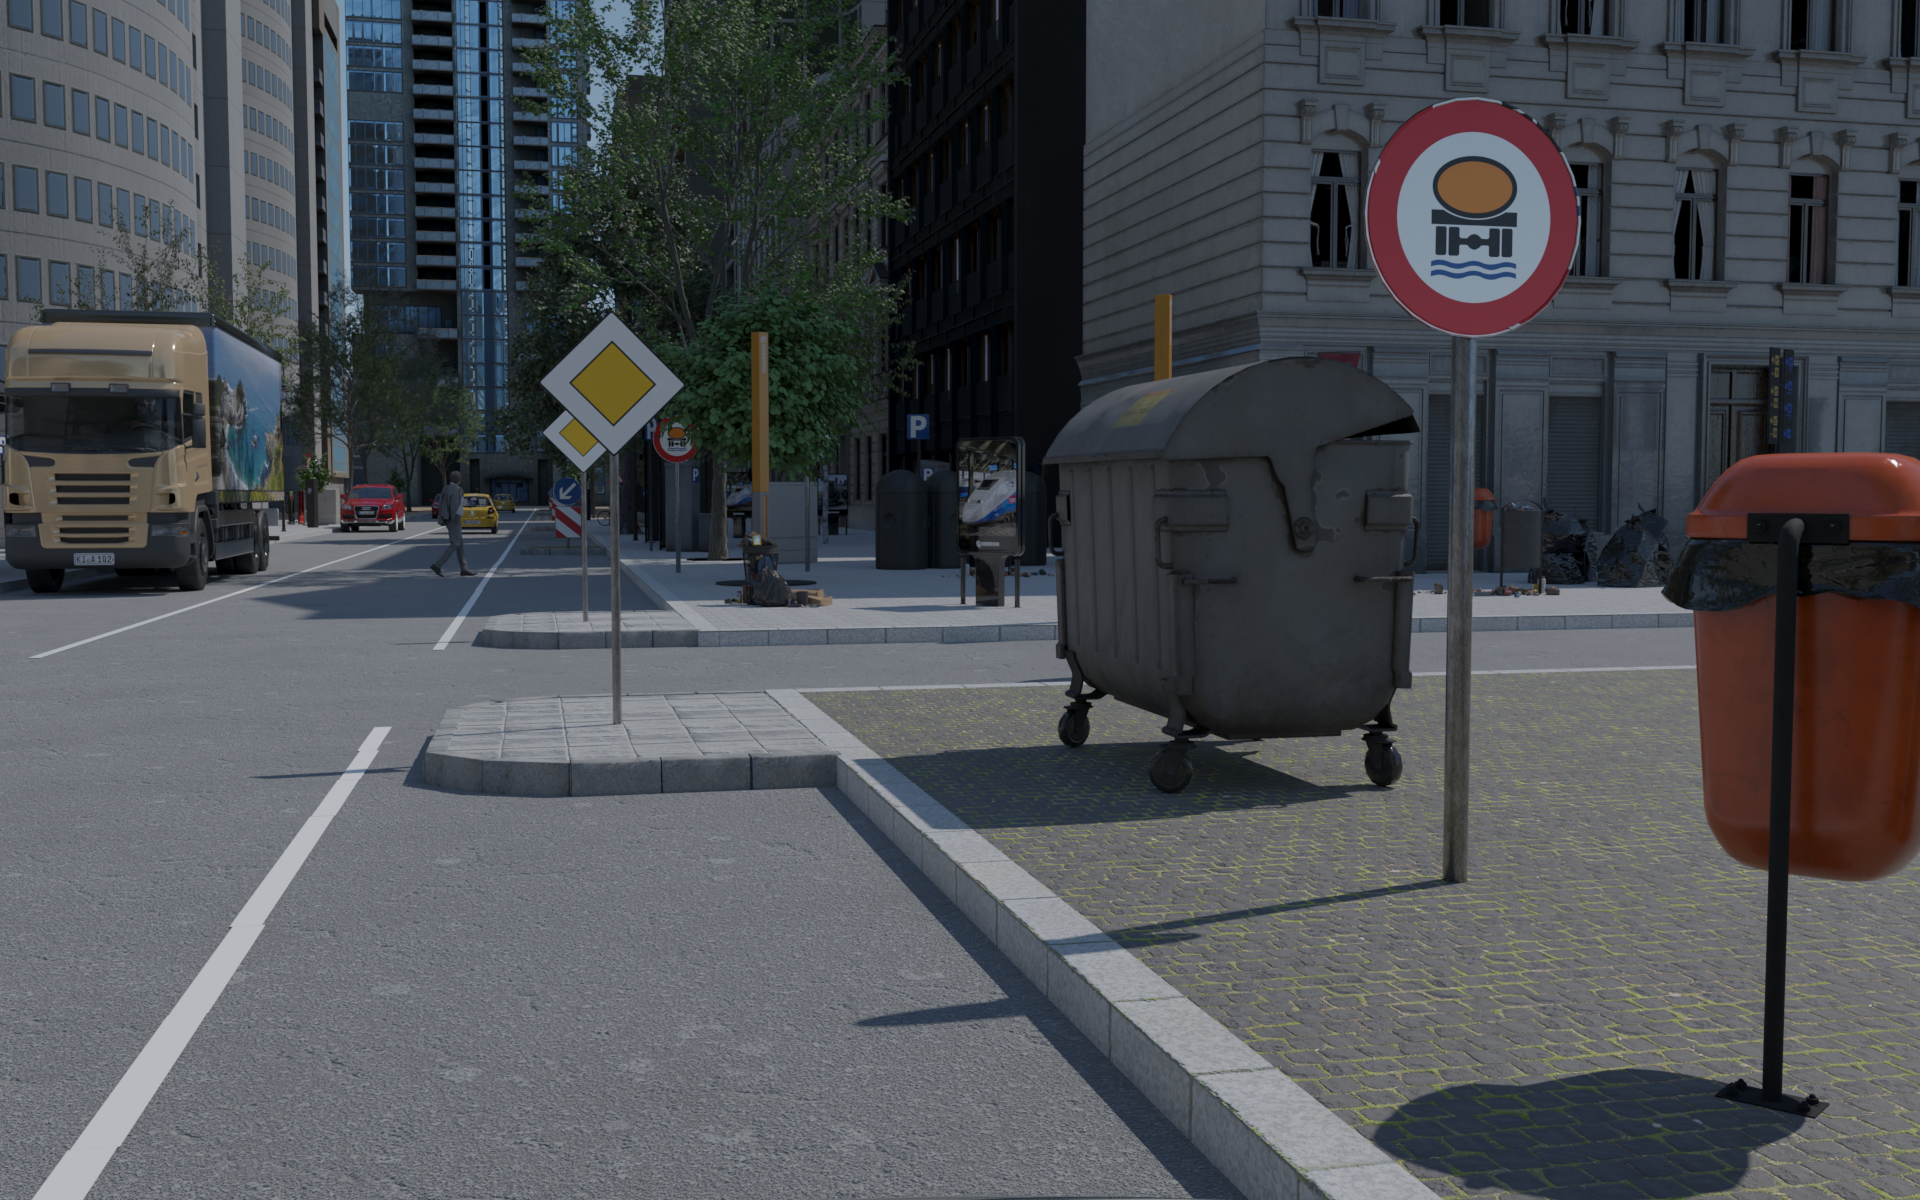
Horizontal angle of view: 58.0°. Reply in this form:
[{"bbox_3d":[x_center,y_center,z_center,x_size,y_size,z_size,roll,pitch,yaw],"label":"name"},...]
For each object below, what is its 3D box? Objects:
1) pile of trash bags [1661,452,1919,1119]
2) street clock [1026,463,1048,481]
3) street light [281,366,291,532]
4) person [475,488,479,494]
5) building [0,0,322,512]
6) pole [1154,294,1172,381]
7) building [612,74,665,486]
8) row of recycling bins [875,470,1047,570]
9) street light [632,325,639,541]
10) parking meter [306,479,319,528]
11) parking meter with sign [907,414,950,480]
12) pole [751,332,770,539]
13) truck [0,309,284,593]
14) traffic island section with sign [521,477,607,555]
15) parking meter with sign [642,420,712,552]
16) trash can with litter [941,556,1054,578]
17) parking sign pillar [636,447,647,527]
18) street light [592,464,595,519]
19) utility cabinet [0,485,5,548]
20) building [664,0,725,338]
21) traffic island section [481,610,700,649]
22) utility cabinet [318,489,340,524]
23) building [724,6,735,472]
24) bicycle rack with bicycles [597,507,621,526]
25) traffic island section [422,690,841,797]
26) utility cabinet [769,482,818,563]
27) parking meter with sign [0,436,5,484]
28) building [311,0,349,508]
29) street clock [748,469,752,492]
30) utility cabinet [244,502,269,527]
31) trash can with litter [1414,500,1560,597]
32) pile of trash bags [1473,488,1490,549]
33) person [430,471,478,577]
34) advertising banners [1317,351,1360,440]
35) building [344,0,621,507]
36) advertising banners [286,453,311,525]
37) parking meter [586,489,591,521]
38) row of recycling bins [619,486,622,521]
[{"bbox_3d":[2.927,0.421,2.870,3.447,1.369,1.912,3,5,41],"label":"pile of trash bags"},{"bbox_3d":[1.800,-2.203,40.584,0.471,2.002,0.358,1,4,19],"label":"street clock"},{"bbox_3d":[-23.115,-5.274,59.025,0.468,5.910,1.993,-1,4,-13],"label":"street light"},{"bbox_3d":[-32.519,-6.618,116.788,0.705,1.814,1.350,1,4,9],"label":"person"},{"bbox_3d":[-58.058,-35.420,121.113,21.231,58.520,28.212,-1,4,-13],"label":"building"},{"bbox_3d":[2.083,-1.466,17.814,0.158,3.312,0.155,0,3,0],"label":"pole"},{"bbox_3d":[-30.401,-32.999,189.647,14.200,45.320,14.600,-1,4,-13],"label":"building"},{"bbox_3d":[0.103,-1.421,30.345,3.534,1.692,1.069,-3,4,-38],"label":"row of recycling bins"},{"bbox_3d":[-8.933,-4.570,47.514,0.468,5.910,1.993,-1,4,-13],"label":"street light"},{"bbox_3d":[-24.676,-3.686,65.974,0.399,1.863,0.255,2,4,25],"label":"parking meter"},{"bbox_3d":[-0.532,-2.591,38.623,0.543,3.016,1.738,2,4,26],"label":"parking meter with sign"},{"bbox_3d":[-2.524,-1.717,21.922,0.158,3.312,0.155,0,3,0],"label":"pole"},{"bbox_3d":[-13.231,-2.434,28.706,2.839,4.237,11.283,-1,4,-14],"label":"truck"},{"bbox_3d":[-9.518,-2.012,41.523,1.989,1.847,2.006,-1,4,-13],"label":"traffic island section with sign"},{"bbox_3d":[-6.170,-2.584,38.514,1.738,3.016,0.543,1,4,22],"label":"parking meter with sign"},{"bbox_3d":[0.896,-0.979,27.072,2.233,1.210,1.678,0,4,8],"label":"trash can with litter"},{"bbox_3d":[-12.174,-4.825,67.358,1.447,3.967,1.447,0,4,-4],"label":"parking sign pillar"},{"bbox_3d":[-19.187,-7.202,90.547,0.468,5.910,1.993,-1,4,-13],"label":"street light"},{"bbox_3d":[-22.331,-1.959,40.701,1.173,1.500,0.318,2,4,27],"label":"utility cabinet"},{"bbox_3d":[-11.511,-31.299,135.440,21.300,48.544,21.600,-1,4,-13],"label":"building"},{"bbox_3d":[-3.749,0.296,17.441,2.009,0.180,2.903,-1,4,-13],"label":"traffic island section"},{"bbox_3d":[-26.458,-3.888,72.247,1.173,1.500,0.318,1,4,16],"label":"utility cabinet"},{"bbox_3d":[-6.515,-41.314,113.729,20.563,71.187,20.611,-1,4,-13],"label":"building"},{"bbox_3d":[-13.176,-3.502,70.640,2.925,0.926,2.852,0,4,-4],"label":"bicycle rack with bicycles"},{"bbox_3d":[-1.893,0.771,9.673,2.009,0.180,2.903,-1,4,-13],"label":"traffic island section"},{"bbox_3d":[-3.202,-1.427,32.018,1.173,1.500,0.318,-3,5,-41],"label":"utility cabinet"},{"bbox_3d":[-29.525,-3.407,51.967,1.738,3.016,0.543,0,4,2],"label":"parking meter with sign"},{"bbox_3d":[-59.161,-30.153,143.106,14.200,45.320,14.600,-1,4,-13],"label":"building"},{"bbox_3d":[-4.802,-2.247,41.312,0.471,2.002,0.358,-2,4,-35],"label":"street clock"},{"bbox_3d":[-23.868,-2.911,58.749,0.306,1.237,1.020,1,4,9],"label":"utility cabinet"},{"bbox_3d":[6.788,-0.685,22.250,2.233,1.210,1.678,0,4,-1],"label":"trash can with litter"},{"bbox_3d":[8.758,-0.953,25.338,1.912,1.369,3.447,-3,5,-41],"label":"pile of trash bags"},{"bbox_3d":[-8.778,-1.312,30.045,0.850,1.850,0.679,-2,4,-33],"label":"person"},{"bbox_3d":[3.887,-1.546,21.469,2.074,3.025,0.090,0,4,8],"label":"advertising banners"},{"bbox_3d":[-53.319,-53.480,187.064,31.000,86.520,22.319,-1,4,-13],"label":"building"},{"bbox_3d":[-27.917,-4.714,73.270,0.090,3.025,2.074,1,4,9],"label":"advertising banners"},{"bbox_3d":[-18.120,-4.628,84.081,0.372,1.533,0.369,0,3,0],"label":"parking meter"},{"bbox_3d":[-14.925,-4.452,79.899,1.069,1.692,3.534,1,4,13],"label":"row of recycling bins"}]
